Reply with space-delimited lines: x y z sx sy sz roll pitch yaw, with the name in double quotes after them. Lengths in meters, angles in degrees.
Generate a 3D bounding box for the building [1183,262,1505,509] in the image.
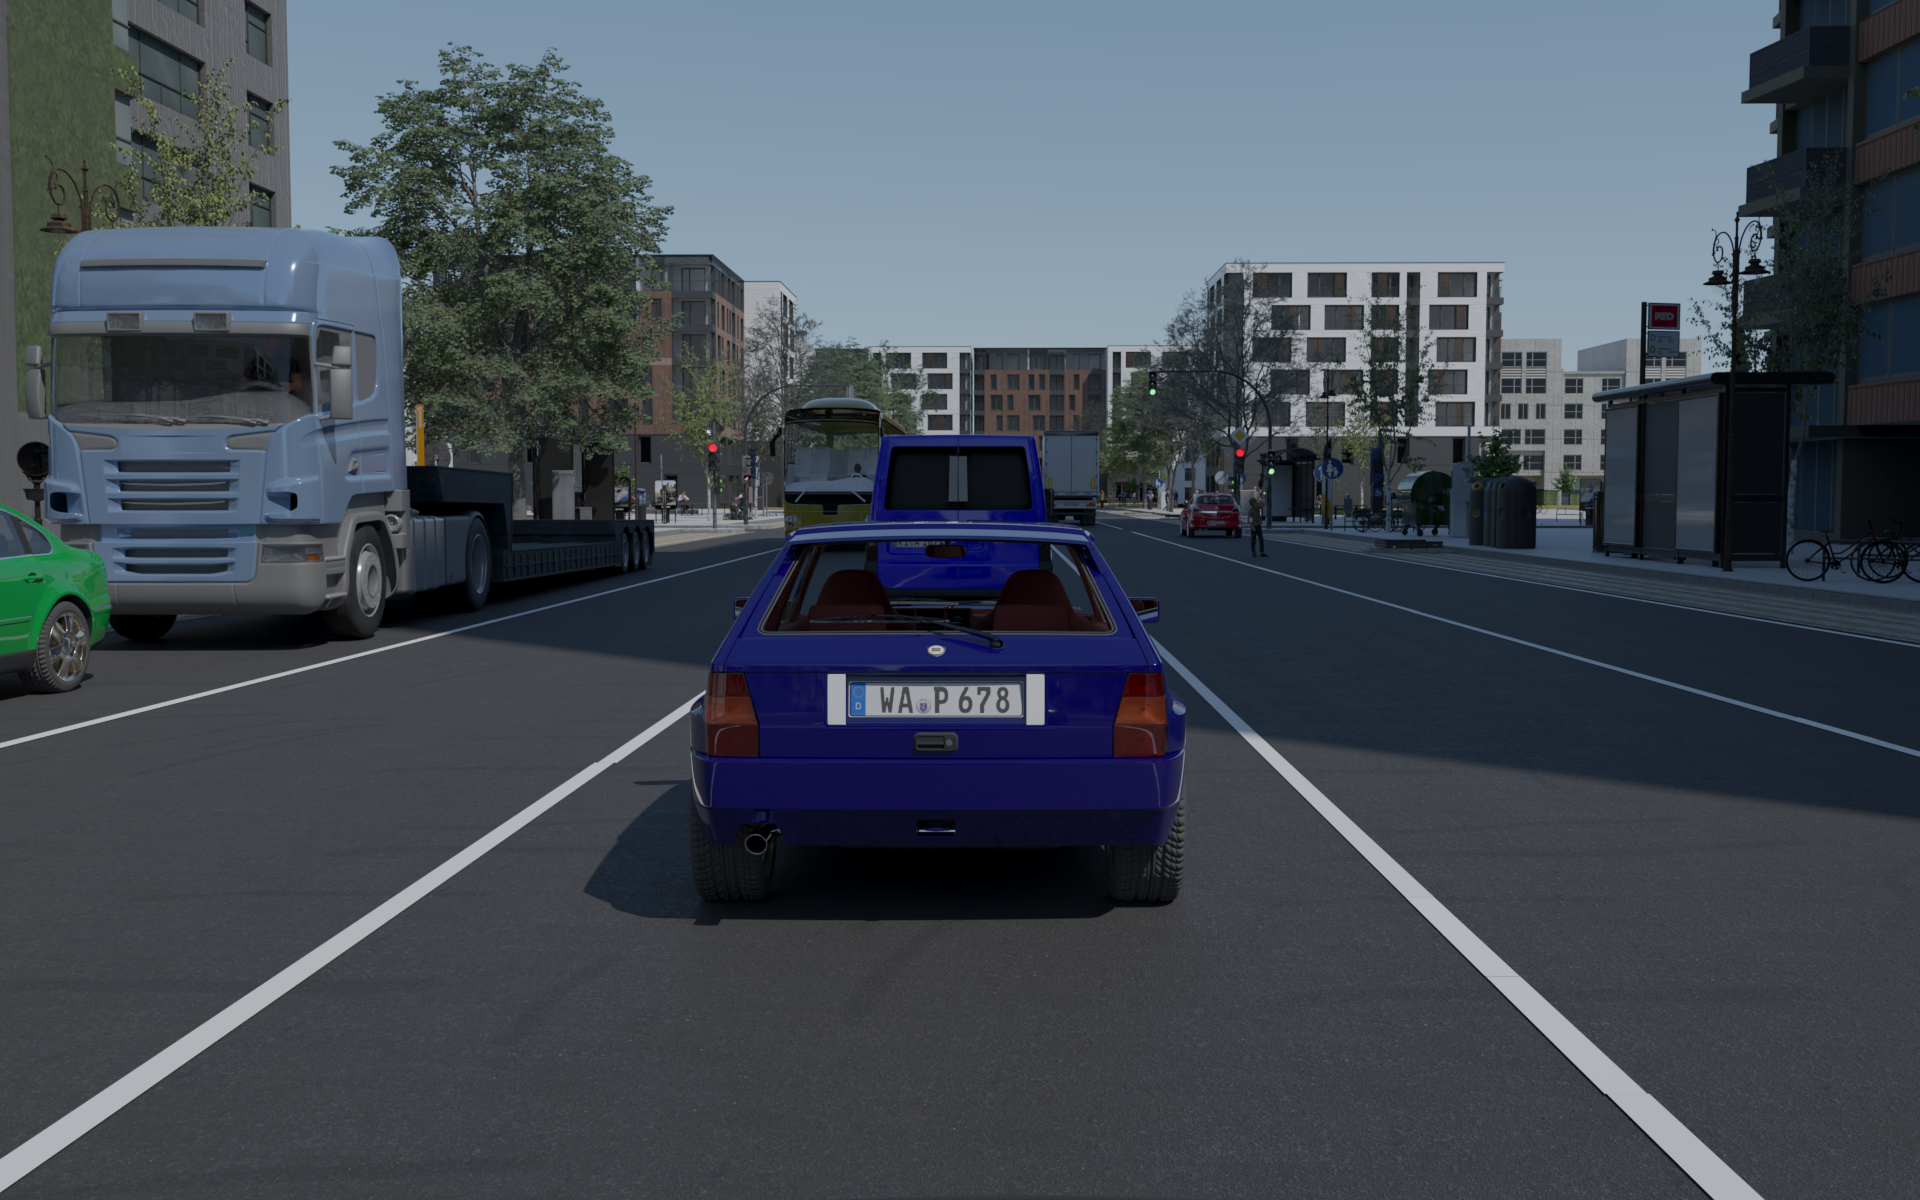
37.691 -19.882 169.039 27.936 21.610 32.646 0 4 1 "building"

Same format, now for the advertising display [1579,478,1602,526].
25.750 -4.008 70.742 0.123 1.923 0.974 -3 4 -36 "advertising display"

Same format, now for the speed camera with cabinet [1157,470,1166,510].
16.790 -9.122 143.488 0.660 3.252 2.038 0 4 -2 "speed camera with cabinet"

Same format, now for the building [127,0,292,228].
-26.702 -16.826 46.800 14.107 30.474 14.160 0 4 1 "building"

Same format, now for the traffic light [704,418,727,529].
-9.068 -4.596 64.063 0.839 4.253 0.868 0 4 1 "traffic light"

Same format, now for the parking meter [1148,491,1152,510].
15.447 -8.100 140.837 0.372 1.533 0.369 0 3 0 "parking meter"

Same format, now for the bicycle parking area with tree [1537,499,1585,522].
31.826 -5.567 78.024 8.231 4.147 9.016 0 4 -2 "bicycle parking area with tree"

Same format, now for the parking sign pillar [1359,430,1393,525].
17.394 -5.122 72.209 1.447 3.967 1.447 1 4 9 "parking sign pillar"

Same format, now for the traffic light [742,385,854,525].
-6.802 -5.955 72.036 4.771 5.953 1.251 0 4 1 "traffic light"

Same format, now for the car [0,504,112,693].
-7.353 -0.144 11.154 1.959 1.807 4.718 0 4 2 "car"

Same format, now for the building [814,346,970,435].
-14.513 -25.033 253.271 32.646 21.610 27.936 0 4 1 "building"

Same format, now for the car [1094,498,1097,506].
10.224 -8.057 141.327 1.945 1.707 3.694 0 4 1 "car"

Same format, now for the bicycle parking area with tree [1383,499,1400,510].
37.307 -8.938 133.130 9.016 4.147 8.231 -1 4 -16 "bicycle parking area with tree"

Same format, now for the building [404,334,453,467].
-61.915 -21.558 208.894 11.380 20.091 16.016 0 4 1 "building"

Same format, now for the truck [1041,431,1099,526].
5.141 -5.704 82.173 2.839 4.237 11.283 0 4 2 "truck"

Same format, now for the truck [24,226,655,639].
-7.057 -2.096 24.032 2.967 4.110 18.799 0 4 0 "truck"

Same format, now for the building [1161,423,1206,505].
28.980 -15.786 200.252 9.099 9.664 28.070 0 4 1 "building"

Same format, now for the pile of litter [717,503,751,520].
-11.191 -4.363 85.304 1.719 0.858 1.176 0 4 4 "pile of litter"

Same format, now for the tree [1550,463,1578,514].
37.370 -6.885 107.179 1.663 3.219 1.824 0 3 0 "tree"

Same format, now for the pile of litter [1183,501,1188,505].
15.777 -6.412 118.809 1.176 0.858 1.719 0 4 -8 "pile of litter"

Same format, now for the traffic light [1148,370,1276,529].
9.255 -5.436 63.542 4.771 5.953 1.251 0 4 1 "traffic light"

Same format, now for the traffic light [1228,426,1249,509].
11.522 -5.058 71.621 0.839 4.253 0.868 0 4 1 "traffic light"

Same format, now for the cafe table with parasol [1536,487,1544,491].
29.047 -5.212 90.081 2.610 1.966 2.610 -3 5 -44 "cafe table with parasol"

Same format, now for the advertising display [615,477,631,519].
-12.753 -3.654 64.958 0.974 1.923 0.123 2 4 28 "advertising display"

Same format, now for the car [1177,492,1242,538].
8.424 -3.012 58.290 2.155 1.783 4.494 0 4 3 "car"

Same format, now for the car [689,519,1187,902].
-0.066 0.315 7.433 1.945 1.354 3.894 0 4 0 "car"

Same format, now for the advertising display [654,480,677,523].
-13.058 -4.378 76.797 0.974 1.923 0.123 -1 4 -9 "advertising display"

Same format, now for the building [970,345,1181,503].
18.380 -24.937 251.700 32.646 21.610 27.936 0 4 1 "building"

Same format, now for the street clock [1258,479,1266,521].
14.492 -4.780 82.731 0.471 2.002 0.358 -1 4 -20 "street clock"

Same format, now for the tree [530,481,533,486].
-24.624 -6.654 103.388 1.663 3.219 1.824 0 3 0 "tree"

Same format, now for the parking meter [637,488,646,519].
-13.191 -3.874 71.745 0.372 1.533 0.369 0 3 0 "parking meter"

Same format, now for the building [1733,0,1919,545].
31.845 -23.561 39.845 22.147 44.769 28.867 0 4 1 "building"

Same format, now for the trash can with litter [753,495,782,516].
-11.202 -5.466 100.428 2.233 1.210 1.678 -2 4 -34 "trash can with litter"

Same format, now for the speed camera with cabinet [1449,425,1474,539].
14.665 -3.448 50.713 0.660 3.252 2.038 1 4 15 "speed camera with cabinet"

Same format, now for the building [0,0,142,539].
-25.425 -21.260 31.192 14.154 41.232 14.086 0 4 1 "building"

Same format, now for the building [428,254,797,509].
-31.182 -19.584 164.167 27.936 21.610 32.646 0 4 1 "building"

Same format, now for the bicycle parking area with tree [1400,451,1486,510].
35.462 -7.929 116.640 9.016 4.147 8.231 2 4 30 "bicycle parking area with tree"

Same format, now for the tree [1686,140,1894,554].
17.792 -5.300 37.015 4.360 8.622 3.978 0 3 0 "tree"

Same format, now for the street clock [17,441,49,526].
-12.734 -1.183 23.915 0.471 2.002 0.358 -2 4 -28 "street clock"

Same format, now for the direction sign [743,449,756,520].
-10.514 -5.786 86.598 0.876 3.537 0.379 3 5 41 "direction sign"

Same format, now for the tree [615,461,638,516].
-19.842 -6.615 102.751 1.663 3.219 1.824 0 3 0 "tree"

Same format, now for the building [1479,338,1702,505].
68.489 -20.734 205.460 31.486 18.905 16.747 0 4 1 "building"

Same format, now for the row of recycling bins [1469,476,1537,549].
13.192 -2.137 42.045 1.069 1.692 3.534 0 4 3 "row of recycling bins"

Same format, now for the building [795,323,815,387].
-24.301 -20.872 197.683 16.016 20.091 11.380 0 4 1 "building"
